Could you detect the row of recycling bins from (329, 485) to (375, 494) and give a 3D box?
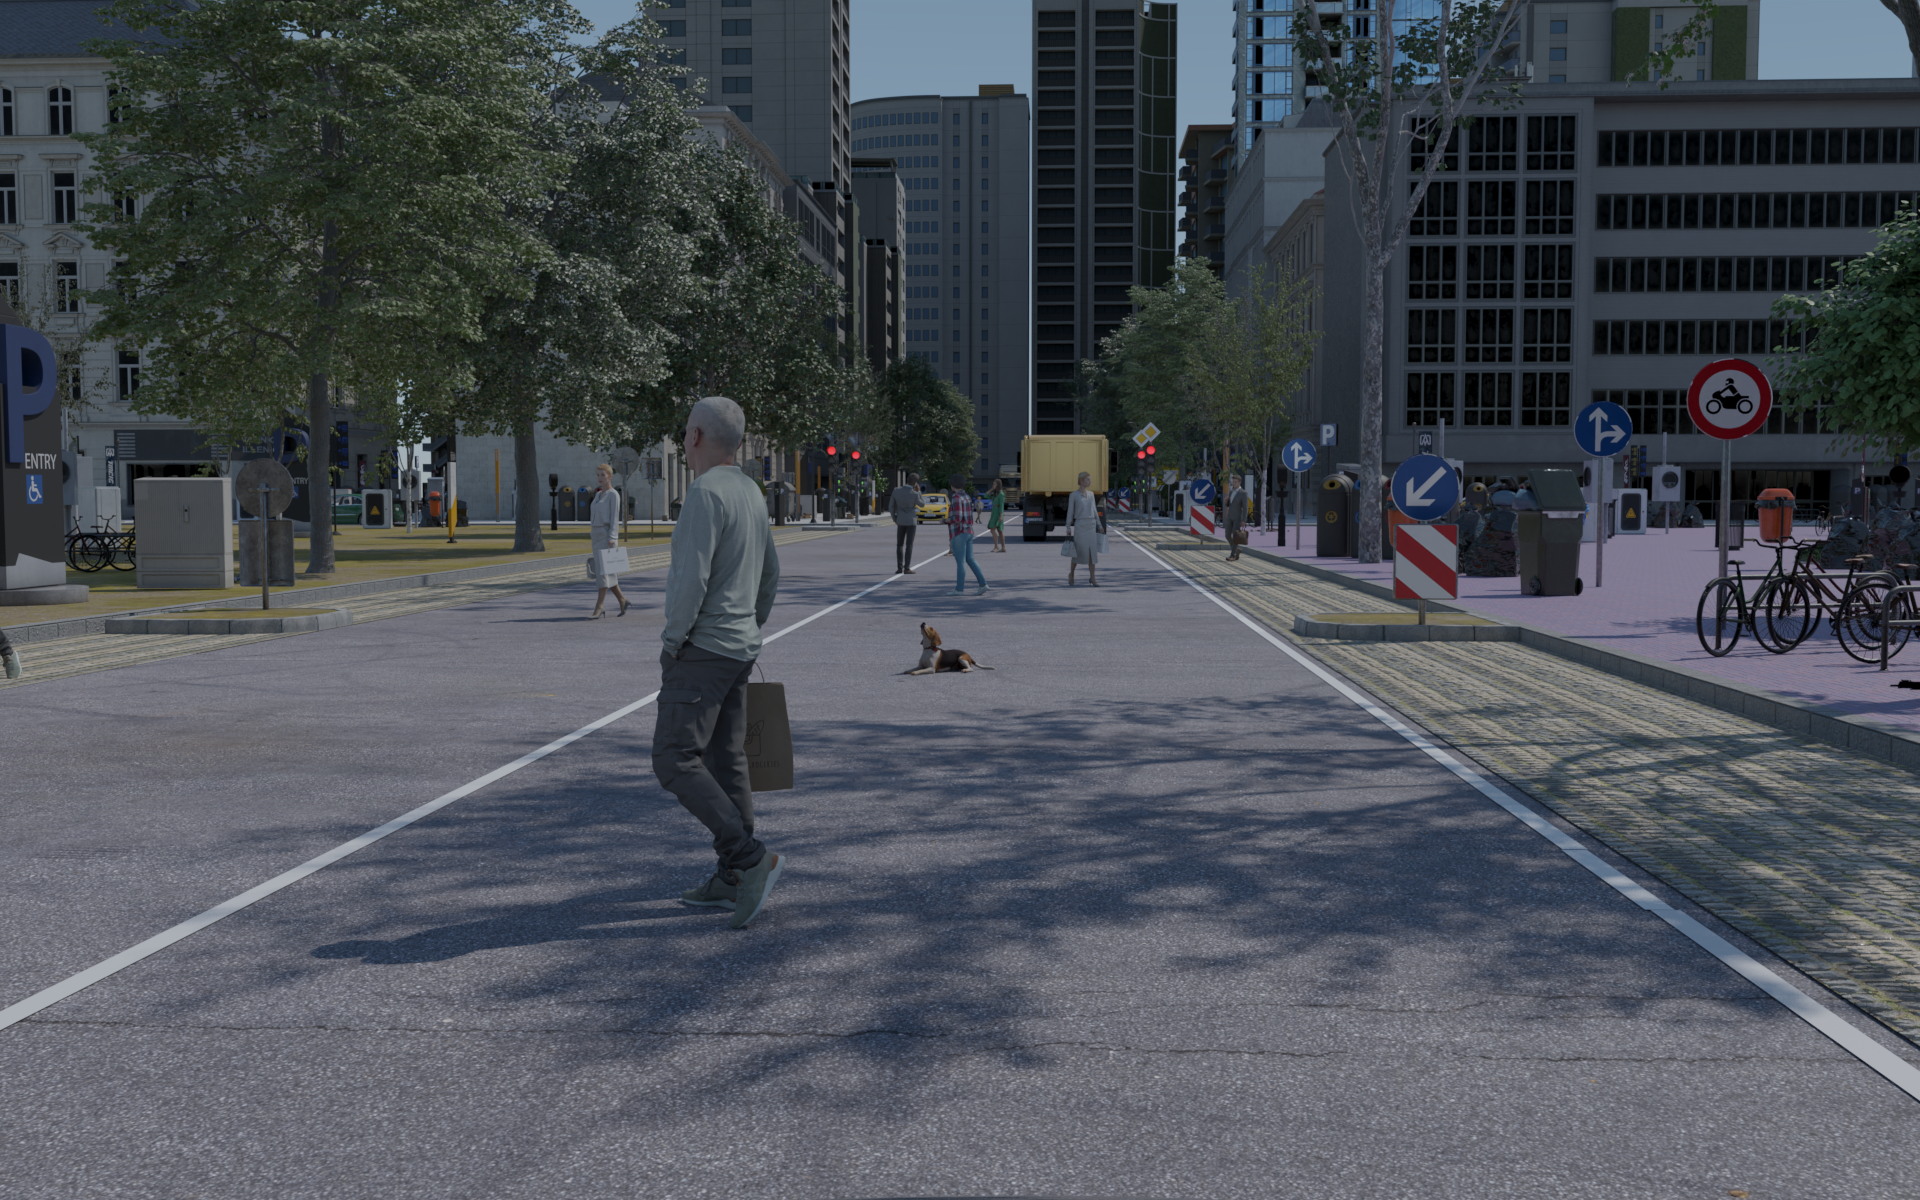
[{"bbox_3d":[-28.850,-4.470,80.201,3.534,1.692,1.069,-3,5,-40],"label":"row of recycling bins"}]

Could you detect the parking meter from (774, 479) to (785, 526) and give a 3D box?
[{"bbox_3d":[-7.217,-3.887,69.269,0.255,1.863,0.399,2,4,35],"label":"parking meter"}]

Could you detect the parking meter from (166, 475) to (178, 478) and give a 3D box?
[{"bbox_3d":[-24.687,-2.964,54.177,0.399,1.863,0.255,1,4,19],"label":"parking meter"}]

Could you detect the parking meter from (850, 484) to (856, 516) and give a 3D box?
[{"bbox_3d":[-6.122,-5.782,100.239,0.399,1.863,0.255,1,4,19],"label":"parking meter"}]

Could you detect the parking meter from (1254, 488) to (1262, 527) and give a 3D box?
[{"bbox_3d":[11.777,-3.654,68.161,0.372,1.533,0.369,0,3,0],"label":"parking meter"}]

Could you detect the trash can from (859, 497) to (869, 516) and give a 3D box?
[{"bbox_3d":[-5.642,-5.517,101.854,0.748,1.137,0.748,0,3,0],"label":"trash can"}]

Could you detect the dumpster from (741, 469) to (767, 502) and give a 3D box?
[{"bbox_3d":[-8.120,-3.812,64.818,1.502,2.255,1.985,0,4,4],"label":"dumpster"}]

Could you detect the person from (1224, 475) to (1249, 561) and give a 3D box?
[{"bbox_3d":[5.870,-1.731,36.760,0.622,1.834,0.822,3,5,40],"label":"person"}]

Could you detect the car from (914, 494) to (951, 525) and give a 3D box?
[{"bbox_3d":[-1.268,-4.421,82.512,2.015,1.641,3.980,0,4,4],"label":"car"}]

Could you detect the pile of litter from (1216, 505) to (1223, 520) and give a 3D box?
[{"bbox_3d":[13.306,-4.481,87.229,1.719,0.858,1.176,0,4,6],"label":"pile of litter"}]

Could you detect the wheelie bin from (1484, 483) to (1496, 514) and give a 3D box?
[{"bbox_3d":[9.737,-1.404,30.868,0.693,1.594,0.980,0,4,-1],"label":"wheelie bin"}]

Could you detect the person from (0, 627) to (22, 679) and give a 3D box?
[{"bbox_3d":[-7.693,-0.267,13.345,0.782,1.767,0.515,2,4,26],"label":"person"}]

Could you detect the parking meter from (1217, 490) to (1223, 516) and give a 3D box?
[{"bbox_3d":[14.054,-5.211,93.617,0.372,1.533,0.369,0,3,0],"label":"parking meter"}]

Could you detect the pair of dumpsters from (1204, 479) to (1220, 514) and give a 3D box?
[{"bbox_3d":[12.820,-5.449,91.584,1.574,2.255,4.437,0,4,3],"label":"pair of dumpsters"}]

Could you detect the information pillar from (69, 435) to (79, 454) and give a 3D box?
[{"bbox_3d":[-35.316,-4.757,69.126,0.504,3.616,0.183,1,4,20],"label":"information pillar"}]

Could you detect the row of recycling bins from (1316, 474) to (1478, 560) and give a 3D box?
[{"bbox_3d":[8.461,-1.666,34.357,1.069,1.692,3.534,-2,4,-32],"label":"row of recycling bins"}]

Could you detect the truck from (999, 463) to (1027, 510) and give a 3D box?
[{"bbox_3d":[4.814,-10.334,157.870,2.839,4.237,11.283,0,4,3],"label":"truck"}]

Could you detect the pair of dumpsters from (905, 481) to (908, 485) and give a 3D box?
[{"bbox_3d":[-4.387,-7.747,129.156,1.574,2.255,4.437,0,4,3],"label":"pair of dumpsters"}]

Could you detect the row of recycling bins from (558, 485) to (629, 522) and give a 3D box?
[{"bbox_3d":[-17.219,-4.542,81.376,3.534,1.692,1.069,1,4,13],"label":"row of recycling bins"}]

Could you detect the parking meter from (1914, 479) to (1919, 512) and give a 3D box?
[{"bbox_3d":[36.181,-3.639,65.204,0.255,1.863,0.399,-3,5,-44],"label":"parking meter"}]

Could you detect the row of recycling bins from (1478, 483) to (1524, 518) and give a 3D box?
[{"bbox_3d":[19.672,-3.330,61.559,3.534,1.692,1.069,3,4,39],"label":"row of recycling bins"}]

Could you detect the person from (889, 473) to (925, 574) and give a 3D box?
[{"bbox_3d":[-0.958,-1.368,31.043,0.592,1.802,0.473,2,4,33],"label":"person"}]

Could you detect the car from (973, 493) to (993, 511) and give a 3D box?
[{"bbox_3d":[2.039,-8.235,144.231,1.945,1.707,3.694,0,4,4],"label":"car"}]

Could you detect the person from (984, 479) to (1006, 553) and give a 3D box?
[{"bbox_3d":[0.933,-2.052,42.301,0.529,1.795,0.600,-2,4,-34],"label":"person"}]

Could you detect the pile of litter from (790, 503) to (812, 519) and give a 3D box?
[{"bbox_3d":[-8.217,-4.679,90.461,1.176,0.858,1.719,3,4,38],"label":"pile of litter"}]

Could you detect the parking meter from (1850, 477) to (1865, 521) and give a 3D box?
[{"bbox_3d":[30.560,-3.259,58.993,0.399,1.863,0.255,3,4,36],"label":"parking meter"}]

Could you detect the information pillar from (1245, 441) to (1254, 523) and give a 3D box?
[{"bbox_3d":[12.691,-5.176,75.976,0.504,3.616,0.183,-3,5,-43],"label":"information pillar"}]

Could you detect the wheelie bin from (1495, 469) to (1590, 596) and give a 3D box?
[{"bbox_3d":[7.458,-0.862,21.997,0.980,1.594,0.693,-1,4,-11],"label":"wheelie bin"}]

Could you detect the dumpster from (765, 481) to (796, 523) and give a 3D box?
[{"bbox_3d":[-8.195,-4.460,78.682,1.264,1.857,1.865,0,4,3],"label":"dumpster"}]

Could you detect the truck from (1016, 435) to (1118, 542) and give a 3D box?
[{"bbox_3d":[3.404,-3.648,55.576,3.469,3.379,9.791,0,4,4],"label":"truck"}]

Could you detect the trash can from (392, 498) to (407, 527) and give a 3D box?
[{"bbox_3d":[-21.955,-3.437,67.849,0.748,1.137,0.748,0,3,0],"label":"trash can"}]

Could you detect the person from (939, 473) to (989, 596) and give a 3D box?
[{"bbox_3d":[0.054,-0.919,24.362,0.643,1.720,0.563,2,4,23],"label":"person"}]

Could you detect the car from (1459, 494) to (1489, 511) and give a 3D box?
[{"bbox_3d":[21.204,-3.737,71.319,3.980,1.641,2.015,0,4,3],"label":"car"}]

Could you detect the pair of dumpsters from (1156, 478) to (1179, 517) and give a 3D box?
[{"bbox_3d":[11.846,-5.768,96.799,1.574,2.255,4.437,0,4,3],"label":"pair of dumpsters"}]

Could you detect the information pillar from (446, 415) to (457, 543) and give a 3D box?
[{"bbox_3d":[-13.250,-3.289,45.136,0.183,3.616,0.504,0,3,0],"label":"information pillar"}]

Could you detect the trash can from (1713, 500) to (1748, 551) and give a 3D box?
[{"bbox_3d":[17.541,-1.701,39.464,0.748,1.137,0.748,0,3,0],"label":"trash can"}]

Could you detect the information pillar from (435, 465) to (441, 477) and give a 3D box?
[{"bbox_3d":[-41.543,-8.961,137.859,0.504,3.616,0.183,-3,4,-39],"label":"information pillar"}]

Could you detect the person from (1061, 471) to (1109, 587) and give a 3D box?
[{"bbox_3d":[1.931,-1.102,26.873,0.694,1.780,0.624,-1,4,-16],"label":"person"}]

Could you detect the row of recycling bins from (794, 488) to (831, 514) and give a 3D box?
[{"bbox_3d":[-10.280,-6.494,113.292,3.534,1.692,1.069,-2,4,-34],"label":"row of recycling bins"}]

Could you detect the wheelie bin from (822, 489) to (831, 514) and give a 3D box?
[{"bbox_3d":[-8.281,-6.216,109.539,0.693,1.594,0.980,2,4,28],"label":"wheelie bin"}]

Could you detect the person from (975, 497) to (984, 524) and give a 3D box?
[{"bbox_3d":[0.932,-4.337,83.679,0.475,1.303,0.640,-3,5,-40],"label":"person"}]

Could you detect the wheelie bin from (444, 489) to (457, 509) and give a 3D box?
[{"bbox_3d":[-30.322,-5.839,103.381,0.693,1.594,0.980,3,5,42],"label":"wheelie bin"}]

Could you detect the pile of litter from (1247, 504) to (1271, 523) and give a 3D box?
[{"bbox_3d":[13.133,-3.891,77.578,1.719,0.858,1.176,1,4,13],"label":"pile of litter"}]

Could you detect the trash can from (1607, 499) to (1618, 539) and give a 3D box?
[{"bbox_3d":[18.573,-2.342,49.946,0.748,1.137,0.748,0,3,0],"label":"trash can"}]

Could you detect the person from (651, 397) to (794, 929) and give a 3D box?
[{"bbox_3d":[-0.780,0.179,6.055,0.515,1.767,0.782,1,4,13],"label":"person"}]

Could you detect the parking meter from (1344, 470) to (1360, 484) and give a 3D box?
[{"bbox_3d":[9.475,-2.210,41.853,0.399,1.863,0.255,2,4,25],"label":"parking meter"}]

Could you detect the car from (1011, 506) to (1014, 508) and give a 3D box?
[{"bbox_3d":[4.669,-10.206,178.672,2.131,1.459,4.920,0,4,3],"label":"car"}]

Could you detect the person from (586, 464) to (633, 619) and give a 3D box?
[{"bbox_3d":[-4.039,-0.680,19.975,0.624,1.780,0.694,-2,4,-28],"label":"person"}]

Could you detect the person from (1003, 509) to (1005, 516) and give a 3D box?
[{"bbox_3d":[2.815,-6.284,115.516,0.394,1.301,0.425,0,4,8],"label":"person"}]

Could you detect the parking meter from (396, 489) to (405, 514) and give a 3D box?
[{"bbox_3d":[-25.526,-4.322,79.078,0.372,1.533,0.369,0,3,0],"label":"parking meter"}]

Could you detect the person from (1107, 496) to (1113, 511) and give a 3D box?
[{"bbox_3d":[11.425,-7.523,131.685,0.537,1.800,0.526,3,4,36],"label":"person"}]

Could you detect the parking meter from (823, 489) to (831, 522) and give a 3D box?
[{"bbox_3d":[-6.217,-4.421,80.696,0.372,1.533,0.369,0,3,0],"label":"parking meter"}]

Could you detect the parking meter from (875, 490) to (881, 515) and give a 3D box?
[{"bbox_3d":[-4.948,-5.879,104.531,0.372,1.533,0.369,0,3,0],"label":"parking meter"}]

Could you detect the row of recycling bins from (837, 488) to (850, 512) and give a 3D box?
[{"bbox_3d":[-9.481,-7.106,123.301,3.534,1.692,1.069,1,4,12],"label":"row of recycling bins"}]

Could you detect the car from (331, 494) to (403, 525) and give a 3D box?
[{"bbox_3d":[-25.991,-3.743,72.993,4.920,1.459,2.131,0,4,4],"label":"car"}]

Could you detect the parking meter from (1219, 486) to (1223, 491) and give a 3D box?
[{"bbox_3d":[15.477,-5.914,102.400,0.399,1.863,0.255,2,4,24],"label":"parking meter"}]
